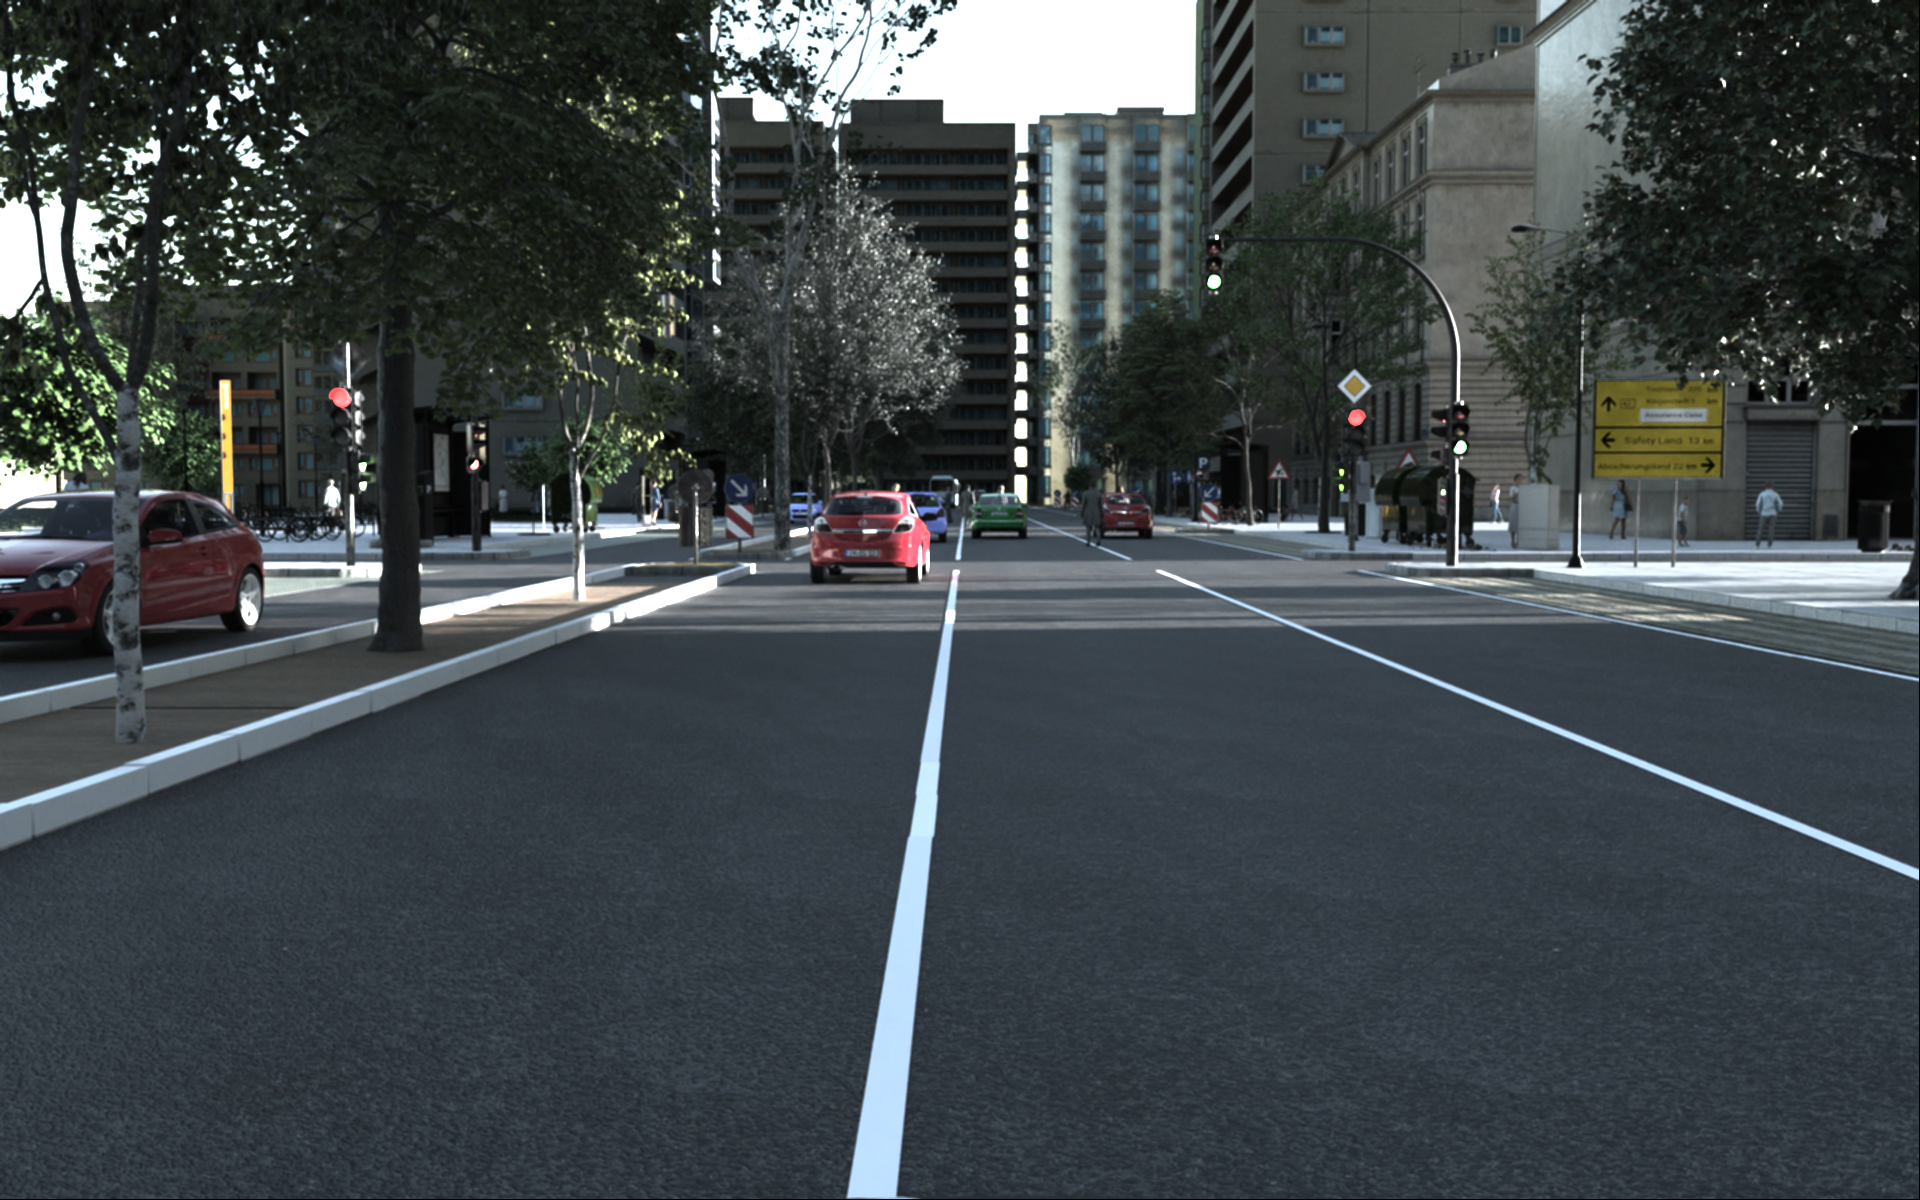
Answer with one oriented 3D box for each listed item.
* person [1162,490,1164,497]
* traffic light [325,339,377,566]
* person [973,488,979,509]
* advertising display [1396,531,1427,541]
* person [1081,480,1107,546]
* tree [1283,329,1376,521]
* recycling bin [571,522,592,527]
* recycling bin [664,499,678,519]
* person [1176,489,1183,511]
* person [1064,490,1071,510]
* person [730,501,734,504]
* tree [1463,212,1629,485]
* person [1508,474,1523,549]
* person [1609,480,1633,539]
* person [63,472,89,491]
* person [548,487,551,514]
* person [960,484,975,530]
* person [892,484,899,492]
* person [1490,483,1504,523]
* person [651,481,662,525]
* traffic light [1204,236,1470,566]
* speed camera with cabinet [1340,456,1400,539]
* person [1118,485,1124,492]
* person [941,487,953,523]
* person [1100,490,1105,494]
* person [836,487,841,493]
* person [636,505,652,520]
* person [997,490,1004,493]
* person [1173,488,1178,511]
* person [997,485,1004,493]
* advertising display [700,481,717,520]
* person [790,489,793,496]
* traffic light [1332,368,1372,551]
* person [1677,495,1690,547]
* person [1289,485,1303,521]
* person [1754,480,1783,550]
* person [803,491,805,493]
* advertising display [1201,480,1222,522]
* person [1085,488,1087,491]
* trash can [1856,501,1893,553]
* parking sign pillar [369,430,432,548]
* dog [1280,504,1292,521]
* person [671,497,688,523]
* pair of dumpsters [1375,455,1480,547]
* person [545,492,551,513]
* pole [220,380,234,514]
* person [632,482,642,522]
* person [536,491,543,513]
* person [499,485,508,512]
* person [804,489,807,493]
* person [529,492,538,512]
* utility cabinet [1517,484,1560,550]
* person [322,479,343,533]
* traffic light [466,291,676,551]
[{"bbox_3d":[18.836,-9.539,162.018,0.705,1.823,1.348,2,4,28],"label":"person"},{"bbox_3d":[-10.899,-2.569,30.917,0.839,4.253,0.868,0,4,0],"label":"traffic light"},{"bbox_3d":[0.919,-5.755,102.933,0.599,1.781,0.374,-1,4,-20],"label":"person"},{"bbox_3d":[12.434,-2.591,47.580,0.974,1.923,0.123,-1,4,-12],"label":"advertising display"},{"bbox_3d":[3.649,-2.378,47.480,0.694,1.812,0.767,0,4,-6],"label":"person"},{"bbox_3d":[16.565,-7.834,78.456,4.360,8.622,3.978,0,3,0],"label":"tree"},{"bbox_3d":[-14.635,-3.336,67.099,0.722,1.027,0.722,0,4,2],"label":"recycling bin"},{"bbox_3d":[-15.121,-4.770,90.550,0.722,1.027,0.722,0,4,-7],"label":"recycling bin"},{"bbox_3d":[16.721,-7.625,132.176,0.593,1.643,0.415,0,4,4],"label":"person"},{"bbox_3d":[8.778,-8.201,143.036,0.683,1.767,0.568,-3,5,-40],"label":"person"},{"bbox_3d":[-16.110,-7.112,123.114,0.721,1.735,1.217,0,4,7],"label":"person"},{"bbox_3d":[15.564,-5.857,46.122,4.737,8.622,4.395,0,3,0],"label":"tree"},{"bbox_3d":[13.187,-2.092,40.813,0.480,1.755,0.524,-2,4,-24],"label":"person"},{"bbox_3d":[18.732,-2.626,49.066,0.778,1.811,0.616,-3,5,-41],"label":"person"},{"bbox_3d":[-19.666,-1.968,38.481,0.793,1.790,0.793,1,4,16],"label":"person"},{"bbox_3d":[-26.785,-6.545,113.627,0.524,1.755,0.480,-2,4,-24],"label":"person"},{"bbox_3d":[0.350,-3.665,68.521,0.694,1.812,0.767,1,4,14],"label":"person"},{"bbox_3d":[-2.296,-3.205,61.088,0.728,1.800,0.709,0,4,1],"label":"person"},{"bbox_3d":[23.419,-4.216,75.571,0.643,1.750,0.593,1,4,10],"label":"person"},{"bbox_3d":[-12.592,-3.979,71.123,0.581,1.822,0.654,1,4,21],"label":"person"},{"bbox_3d":[6.670,-3.429,30.725,4.771,5.953,1.251,0,4,0],"label":"traffic light"},{"bbox_3d":[11.859,-3.399,49.906,2.038,3.252,0.660,-3,4,-36],"label":"speed camera with cabinet"},{"bbox_3d":[7.037,-4.112,75.736,0.555,1.821,0.388,-1,4,-17],"label":"person"},{"bbox_3d":[-0.644,-4.696,85.451,0.590,1.801,0.661,-1,4,-13],"label":"person"},{"bbox_3d":[11.388,-8.045,139.054,0.593,1.643,0.415,-1,4,-21],"label":"person"},{"bbox_3d":[-6.177,-4.819,87.520,0.641,1.798,0.478,0,4,2],"label":"person"},{"bbox_3d":[-15.650,-4.522,85.474,0.738,1.151,1.012,-1,4,-22],"label":"person"},{"bbox_3d":[1.784,-3.896,72.783,0.593,1.750,0.643,0,4,-5],"label":"person"},{"bbox_3d":[16.235,-7.578,130.731,0.721,1.735,1.217,0,4,-5],"label":"person"},{"bbox_3d":[1.623,-3.545,66.863,0.834,1.777,0.661,-2,4,-24],"label":"person"},{"bbox_3d":[-12.555,-4.973,86.516,0.123,1.923,0.974,3,5,44],"label":"advertising display"},{"bbox_3d":[-13.779,-8.206,141.132,0.541,1.710,0.530,2,4,31],"label":"person"},{"bbox_3d":[8.792,-3.053,38.843,0.839,4.253,0.868,0,4,0],"label":"traffic light"},{"bbox_3d":[17.654,-1.926,42.220,0.332,1.250,0.352,-1,4,-20],"label":"person"},{"bbox_3d":[16.154,-4.679,83.298,0.760,1.731,0.466,-2,4,-23],"label":"person"},{"bbox_3d":[18.706,-1.971,40.080,0.589,1.601,0.330,2,4,29],"label":"person"},{"bbox_3d":[-14.882,-9.858,167.309,0.705,1.812,1.348,-3,5,-43],"label":"person"},{"bbox_3d":[11.596,-4.569,79.911,0.974,1.923,0.123,1,4,20],"label":"advertising display"},{"bbox_3d":[11.058,-8.947,152.341,0.705,1.821,1.348,1,4,11],"label":"person"},{"bbox_3d":[20.151,-1.623,38.196,0.748,1.137,0.748,0,3,0],"label":"trash can"},{"bbox_3d":[-13.445,-3.244,41.519,1.447,3.967,1.447,0,4,3],"label":"parking sign pillar"},{"bbox_3d":[15.474,-4.165,82.484,0.513,0.831,0.800,0,4,-1],"label":"dog"},{"bbox_3d":[-9.088,-2.956,56.944,0.853,1.813,0.709,-1,4,-11],"label":"person"},{"bbox_3d":[11.746,-2.517,43.649,1.574,2.255,4.437,0,3,0],"label":"pair of dumpsters"},{"bbox_3d":[-26.092,-6.401,110.618,0.836,1.842,0.656,-2,4,-29],"label":"person"},{"bbox_3d":[-13.173,-2.281,31.134,0.158,3.312,0.155,0,3,0],"label":"pole"},{"bbox_3d":[-14.546,-4.427,78.392,0.622,1.834,0.822,0,4,-8],"label":"person"},{"bbox_3d":[-25.914,-6.099,106.112,0.721,1.781,0.623,1,4,11],"label":"person"},{"bbox_3d":[-23.319,-4.999,88.340,0.480,1.755,0.524,-3,5,-43],"label":"person"},{"bbox_3d":[-12.582,-8.137,139.902,0.721,1.723,1.217,-3,5,-41],"label":"person"},{"bbox_3d":[-22.207,-5.146,90.287,0.679,1.850,0.850,3,5,40],"label":"person"},{"bbox_3d":[13.306,-1.904,39.808,0.318,1.500,1.173,-1,4,-16],"label":"utility cabinet"},{"bbox_3d":[-20.840,-3.123,57.590,0.515,1.767,0.782,1,4,18],"label":"person"},{"bbox_3d":[-8.777,-3.930,38.929,4.771,5.953,1.251,0,4,0],"label":"traffic light"}]
